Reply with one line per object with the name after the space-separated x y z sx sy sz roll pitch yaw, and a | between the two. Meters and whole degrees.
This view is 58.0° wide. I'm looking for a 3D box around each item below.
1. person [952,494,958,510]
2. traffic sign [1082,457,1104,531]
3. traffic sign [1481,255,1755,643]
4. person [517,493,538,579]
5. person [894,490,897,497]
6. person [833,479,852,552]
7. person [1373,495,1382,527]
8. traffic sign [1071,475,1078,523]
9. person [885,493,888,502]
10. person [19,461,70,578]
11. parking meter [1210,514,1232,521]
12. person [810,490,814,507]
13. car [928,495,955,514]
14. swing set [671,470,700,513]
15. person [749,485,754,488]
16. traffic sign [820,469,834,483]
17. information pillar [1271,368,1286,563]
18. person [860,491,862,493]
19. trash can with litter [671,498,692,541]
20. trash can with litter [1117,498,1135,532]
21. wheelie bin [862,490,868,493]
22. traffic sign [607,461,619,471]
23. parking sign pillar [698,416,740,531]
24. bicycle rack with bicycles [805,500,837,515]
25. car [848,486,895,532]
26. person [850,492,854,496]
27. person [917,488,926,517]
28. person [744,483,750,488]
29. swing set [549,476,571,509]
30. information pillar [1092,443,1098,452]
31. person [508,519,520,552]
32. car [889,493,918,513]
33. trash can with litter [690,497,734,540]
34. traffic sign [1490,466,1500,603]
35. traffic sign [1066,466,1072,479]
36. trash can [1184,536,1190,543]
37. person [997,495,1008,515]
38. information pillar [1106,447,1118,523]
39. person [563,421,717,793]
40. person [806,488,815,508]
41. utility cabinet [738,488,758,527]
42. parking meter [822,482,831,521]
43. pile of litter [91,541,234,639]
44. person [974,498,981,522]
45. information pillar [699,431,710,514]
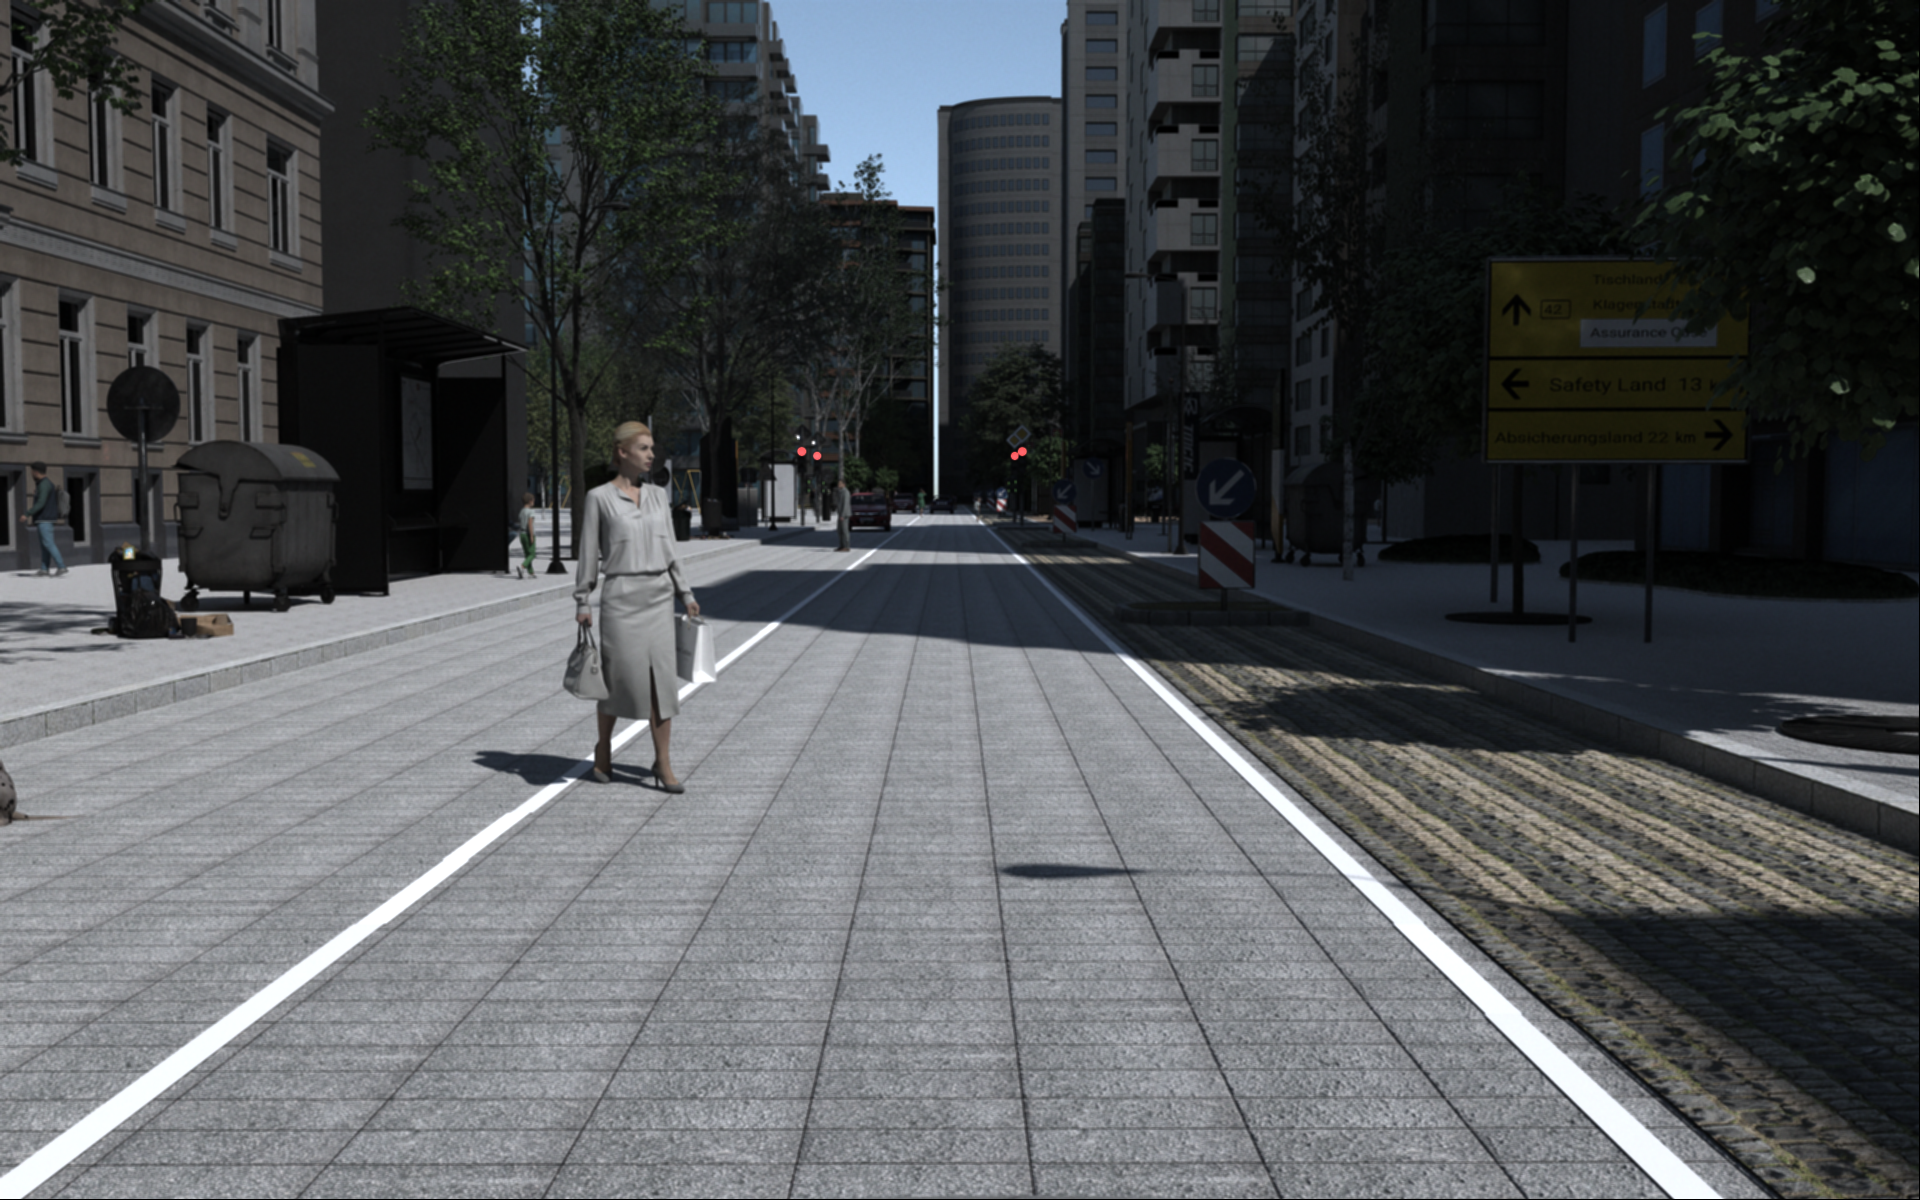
-0.491 -9.024 159.281 0.421 1.427 0.697 2 4 33 | person
4.580 -3.639 59.606 0.768 2.556 0.104 0 4 1 | traffic sign
5.624 -1.285 14.879 2.265 3.308 0.079 0 4 3 | traffic sign
-6.548 -0.971 26.169 0.306 1.304 0.590 1 4 18 | person
-7.746 -12.248 207.230 0.436 1.711 0.756 -2 4 -27 | person
-2.903 -2.116 43.202 0.391 1.810 0.635 -1 4 -19 | person
16.343 -3.481 67.644 0.352 1.250 0.332 0 4 0 | person
5.242 -4.726 77.281 0.884 2.594 0.081 0 4 5 | traffic sign
-8.550 -11.928 201.165 0.705 1.812 1.348 0 4 -6 | person
-14.048 -1.235 26.587 0.721 1.781 0.623 -2 4 -32 | person
4.774 -1.582 31.577 0.399 1.863 0.255 1 4 22 | parking meter
-14.606 -10.034 171.570 0.593 1.643 0.415 -3 4 -37 | person
-1.318 -6.925 125.799 1.945 1.354 3.894 0 4 -1 | car
-17.002 -7.194 115.242 3.119 2.851 2.862 -3 5 -42 | swing set
-8.769 -3.877 72.092 0.583 1.804 0.606 0 4 -4 | person
-6.701 -5.323 87.136 0.768 2.556 0.104 1 4 8 | traffic sign
5.952 -2.511 32.406 0.183 3.616 0.504 0 4 -7 | information pillar
-13.034 -13.607 228.451 1.348 1.831 0.705 1 4 9 | person
-7.814 -2.184 47.090 1.055 1.170 0.624 -1 4 -11 | trash can with litter
5.518 -2.870 58.306 0.624 1.170 1.055 -1 4 -12 | trash can with litter
-6.757 -6.994 122.254 0.693 1.594 0.980 0 4 -1 | wheelie bin
-7.616 -2.416 39.504 0.884 2.594 0.081 0 4 3 | traffic sign
-8.394 -4.391 60.259 1.447 3.967 1.447 2 4 33 | parking sign pillar
-8.127 -5.603 104.985 2.852 0.926 2.925 -2 4 -30 | bicycle rack with bicycles
-3.596 -3.578 67.534 2.155 1.783 4.494 0 4 -2 | car
-11.628 -11.079 186.808 0.705 1.869 1.348 3 4 37 | person
-2.482 -6.235 110.694 0.600 1.795 0.529 1 4 15 | person
-8.636 -3.879 69.642 0.590 1.801 0.661 2 4 31 | person
-33.770 -9.347 150.443 2.862 2.851 3.119 -2 4 -34 | swing set
6.250 -5.431 80.153 0.183 3.616 0.504 3 4 36 | information pillar
-10.045 -1.638 38.317 0.738 1.151 1.012 2 4 29 | person
-4.193 -7.393 129.915 2.155 1.783 4.494 0 4 1 | car
-7.417 -2.325 49.069 2.233 1.210 1.678 -1 4 -16 | trash can with litter
6.325 -1.244 20.442 0.768 2.556 0.104 0 4 1 | traffic sign
5.073 -4.742 77.642 0.768 2.556 0.104 0 4 6 | traffic sign
6.204 -2.091 45.842 0.748 1.137 0.748 0 3 0 | trash can
2.547 -5.855 104.246 0.660 1.820 0.620 0 4 2 | person
6.810 -5.266 77.449 0.504 3.616 0.183 -1 4 -10 | information pillar
-1.572 0.025 8.448 0.694 1.780 0.624 -1 4 -22 | person
-13.341 -9.287 157.891 1.348 1.822 0.705 1 4 10 | person
-8.479 -3.599 67.517 1.173 1.500 0.318 -1 4 -9 | utility cabinet
-6.376 -4.707 82.673 0.255 1.863 0.399 -3 5 -43 | parking meter
-7.325 -0.120 15.921 1.176 0.858 1.719 -2 4 -31 | pile of litter
0.877 -4.563 87.787 0.352 1.250 0.332 -1 4 -12 | person
-9.038 -4.313 61.864 0.504 3.616 0.183 -1 4 -17 | information pillar
